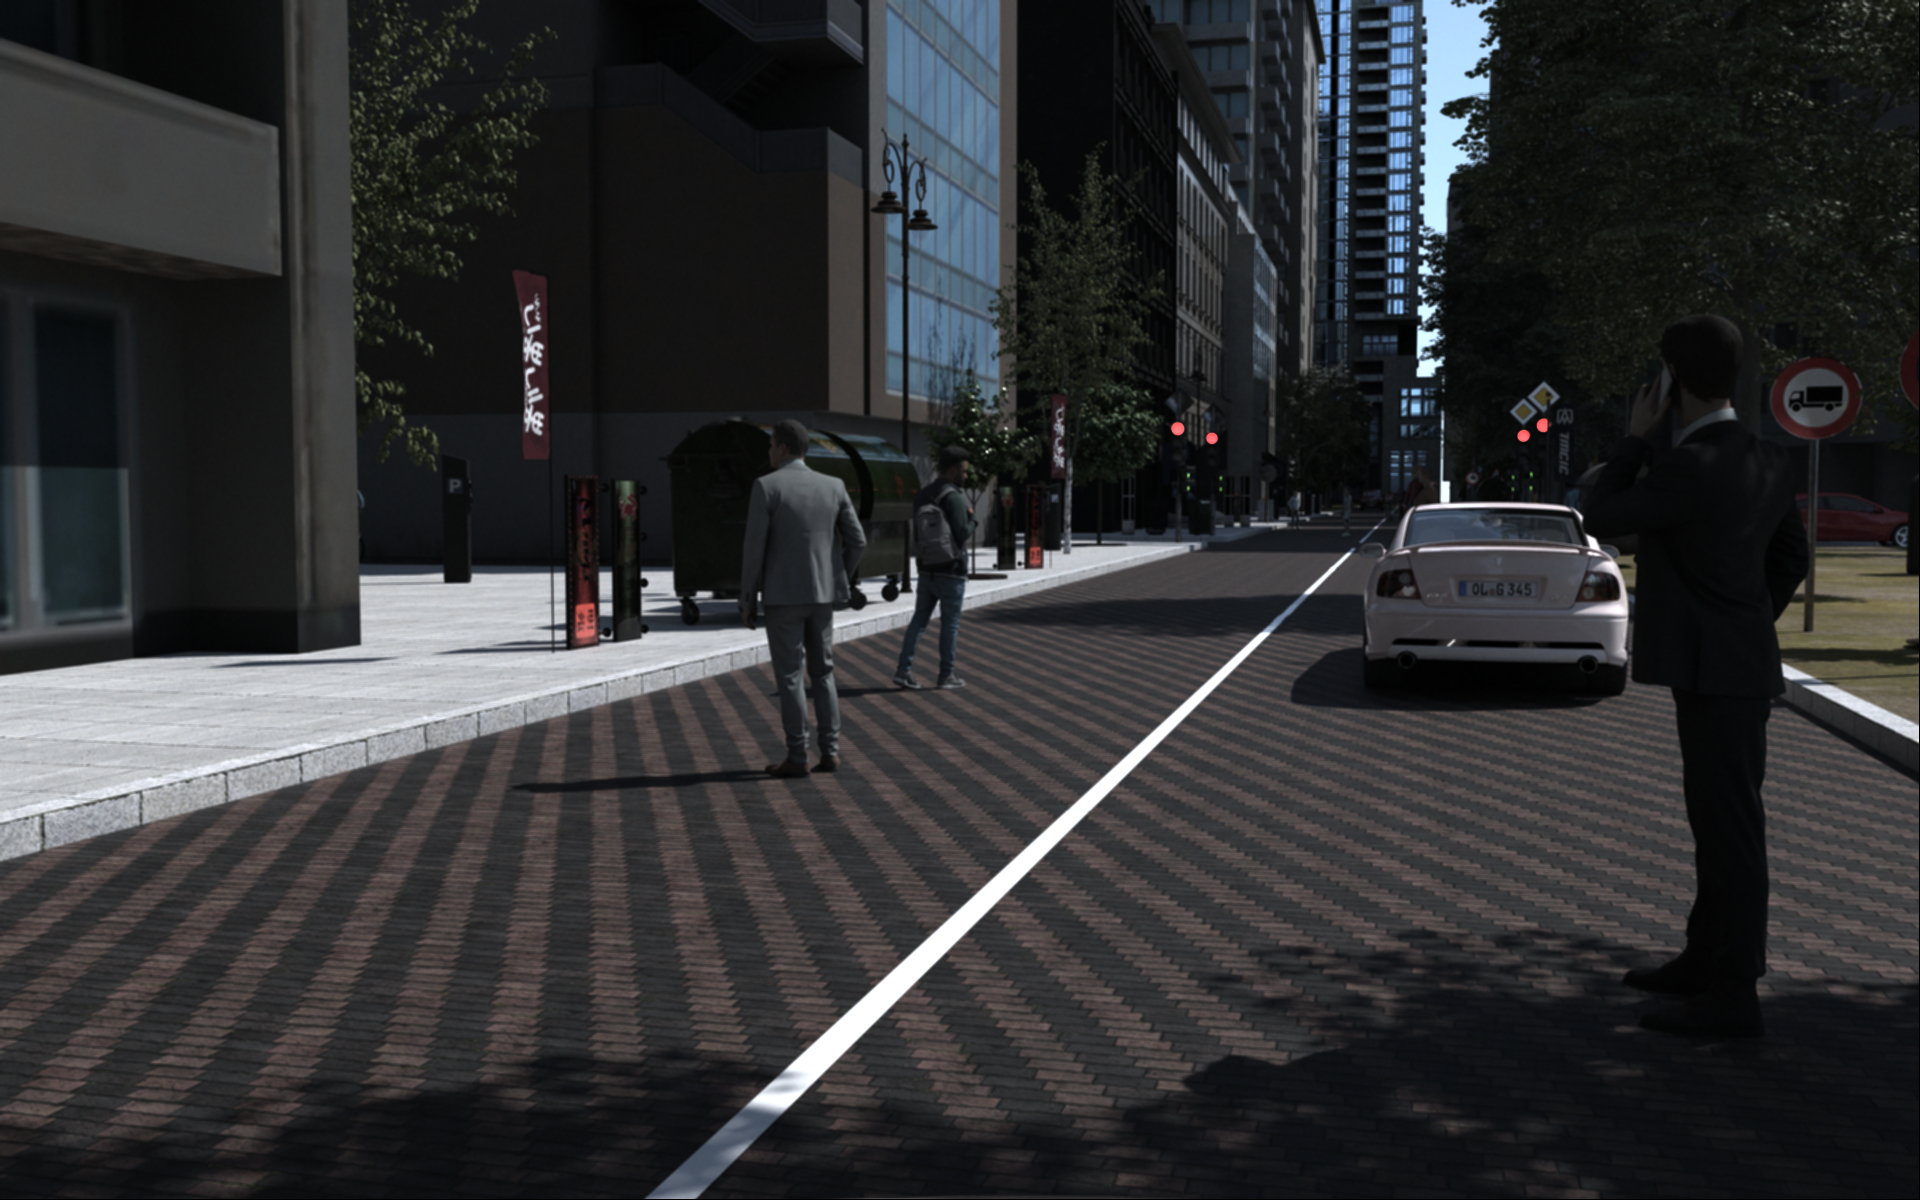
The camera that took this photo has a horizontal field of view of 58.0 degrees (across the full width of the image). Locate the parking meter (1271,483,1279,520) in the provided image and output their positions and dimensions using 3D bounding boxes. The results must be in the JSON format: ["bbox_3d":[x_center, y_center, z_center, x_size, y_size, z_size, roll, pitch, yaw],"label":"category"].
[{"bbox_3d":[15.722,-4.940,86.473,0.399,1.863,0.255,0,4,8],"label":"parking meter"}]

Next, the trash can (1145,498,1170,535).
[{"bbox_3d":[6.141,-2.610,54.320,0.748,1.137,0.748,0,3,0],"label":"trash can"}]

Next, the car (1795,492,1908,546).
[{"bbox_3d":[23.254,-2.232,45.526,4.494,1.783,2.155,1,4,16],"label":"car"}]

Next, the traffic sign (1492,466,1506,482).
[{"bbox_3d":[24.936,-4.927,80.567,0.884,2.594,0.081,1,4,16],"label":"traffic sign"}]

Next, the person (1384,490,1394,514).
[{"bbox_3d":[30.135,-6.895,121.828,0.593,1.750,0.643,-1,4,-13],"label":"person"}]

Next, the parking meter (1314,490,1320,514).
[{"bbox_3d":[23.245,-6.379,112.706,0.372,1.533,0.369,0,3,0],"label":"parking meter"}]

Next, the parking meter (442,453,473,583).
[{"bbox_3d":[-7.249,-1.180,25.010,0.399,1.863,0.255,0,4,-7],"label":"parking meter"}]

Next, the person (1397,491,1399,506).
[{"bbox_3d":[47.993,-11.016,189.280,0.621,1.740,0.551,-3,4,-37],"label":"person"}]

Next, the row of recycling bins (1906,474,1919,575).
[{"bbox_3d":[16.968,-1.269,27.866,3.534,1.692,1.069,-1,4,-12],"label":"row of recycling bins"}]

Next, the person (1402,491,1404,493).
[{"bbox_3d":[48.899,-11.152,190.923,0.705,1.812,1.348,0,4,-6],"label":"person"}]

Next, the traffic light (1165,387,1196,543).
[{"bbox_3d":[5.755,-3.453,45.381,0.839,4.253,0.868,1,4,15],"label":"traffic light"}]

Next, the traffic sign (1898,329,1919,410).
[{"bbox_3d":[7.056,-0.745,12.287,0.768,2.556,0.104,1,4,21],"label":"traffic sign"}]

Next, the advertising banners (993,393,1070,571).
[{"bbox_3d":[1.248,-2.044,29.613,0.090,3.025,2.074,3,5,40],"label":"advertising banners"}]

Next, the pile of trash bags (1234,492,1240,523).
[{"bbox_3d":[12.292,-4.220,78.744,1.912,1.369,3.447,1,4,17],"label":"pile of trash bags"}]

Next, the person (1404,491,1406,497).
[{"bbox_3d":[44.143,-9.941,171.713,1.217,1.739,0.721,1,4,19],"label":"person"}]

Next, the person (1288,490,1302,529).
[{"bbox_3d":[13.682,-3.698,70.777,0.589,1.601,0.330,-1,4,-23],"label":"person"}]

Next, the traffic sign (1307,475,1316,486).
[{"bbox_3d":[23.255,-7.048,115.236,0.884,2.594,0.081,1,4,23],"label":"traffic sign"}]

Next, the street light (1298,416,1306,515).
[{"bbox_3d":[20.287,-7.954,102.838,0.468,5.910,1.993,1,4,15],"label":"street light"}]

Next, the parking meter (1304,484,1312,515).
[{"bbox_3d":[21.050,-6.054,104.701,0.399,1.863,0.255,-1,4,-17],"label":"parking meter"}]

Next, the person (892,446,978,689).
[{"bbox_3d":[-0.137,-0.237,12.723,0.623,1.781,0.721,3,4,36],"label":"person"}]

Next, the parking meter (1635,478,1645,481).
[{"bbox_3d":[16.526,-2.224,42.072,0.255,1.863,0.399,1,4,17],"label":"parking meter"}]

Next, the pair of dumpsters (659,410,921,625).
[{"bbox_3d":[-1.736,-0.994,18.739,1.574,2.255,4.437,1,4,15],"label":"pair of dumpsters"}]

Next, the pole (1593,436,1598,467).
[{"bbox_3d":[22.467,-4.124,61.267,0.158,3.312,0.155,0,3,0],"label":"pole"}]

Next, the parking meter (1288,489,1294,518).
[{"bbox_3d":[17.960,-5.230,93.922,0.372,1.533,0.369,0,3,0],"label":"parking meter"}]

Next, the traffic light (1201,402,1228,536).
[{"bbox_3d":[7.769,-3.926,53.109,0.839,4.253,0.868,1,4,15],"label":"traffic light"}]

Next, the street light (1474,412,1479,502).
[{"bbox_3d":[29.278,-7.656,97.971,0.468,5.910,1.993,1,4,15],"label":"street light"}]

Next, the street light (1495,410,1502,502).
[{"bbox_3d":[22.628,-6.099,72.509,0.468,5.910,1.993,1,4,15],"label":"street light"}]

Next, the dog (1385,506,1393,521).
[{"bbox_3d":[22.639,-4.574,91.621,0.513,0.831,0.800,2,4,27],"label":"dog"}]

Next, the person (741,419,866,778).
[{"bbox_3d":[-0.813,-0.014,8.831,0.635,1.810,0.391,-3,5,-41],"label":"person"}]

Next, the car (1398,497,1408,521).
[{"bbox_3d":[24.968,-5.189,94.634,2.009,1.686,4.222,1,4,16],"label":"car"}]

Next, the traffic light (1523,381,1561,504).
[{"bbox_3d":[14.480,-3.316,43.132,0.839,4.253,0.868,1,4,15],"label":"traffic light"}]

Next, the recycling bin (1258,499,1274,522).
[{"bbox_3d":[14.325,-4.193,81.105,0.722,1.027,0.722,1,4,12],"label":"recycling bin"}]

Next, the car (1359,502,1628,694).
[{"bbox_3d":[4.265,-0.100,13.993,2.083,1.381,4.827,1,4,15],"label":"car"}]

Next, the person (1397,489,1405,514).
[{"bbox_3d":[32.132,-7.170,126.179,0.683,1.767,0.568,2,4,34],"label":"person"}]

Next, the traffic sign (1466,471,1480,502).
[{"bbox_3d":[27.917,-5.761,94.294,0.768,2.556,0.104,1,4,16],"label":"traffic sign"}]

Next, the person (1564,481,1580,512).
[{"bbox_3d":[16.369,-2.278,46.094,0.601,1.785,0.444,2,4,31],"label":"person"}]

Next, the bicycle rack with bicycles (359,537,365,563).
[{"bbox_3d":[-11.707,-1.004,29.804,2.925,0.926,2.852,-3,5,-40],"label":"bicycle rack with bicycles"}]

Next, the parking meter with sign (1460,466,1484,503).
[{"bbox_3d":[31.602,-6.774,107.016,1.738,3.016,0.543,-3,5,-40],"label":"parking meter with sign"}]

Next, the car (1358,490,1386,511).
[{"bbox_3d":[35.579,-8.617,149.552,2.281,1.827,5.304,1,4,14],"label":"car"}]

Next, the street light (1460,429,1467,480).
[{"bbox_3d":[35.806,-9.195,123.133,0.468,5.910,1.993,1,4,15],"label":"street light"}]

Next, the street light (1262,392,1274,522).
[{"bbox_3d":[13.873,-6.451,78.268,0.468,5.910,1.993,1,4,15],"label":"street light"}]

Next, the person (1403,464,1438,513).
[{"bbox_3d":[6.109,-0.882,22.897,0.573,1.828,0.580,-2,4,-26],"label":"person"}]

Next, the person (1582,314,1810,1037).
[{"bbox_3d":[1.971,0.195,4.681,0.474,1.900,0.648,3,4,38],"label":"person"}]

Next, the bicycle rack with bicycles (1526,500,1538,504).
[{"bbox_3d":[33.031,-5.235,98.973,2.925,0.926,2.852,-1,4,-21],"label":"bicycle rack with bicycles"}]

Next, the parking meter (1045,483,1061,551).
[{"bbox_3d":[2.111,-1.894,39.375,0.372,1.533,0.369,0,3,0],"label":"parking meter"}]

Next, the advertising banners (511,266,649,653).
[{"bbox_3d":[-3.130,-1.113,14.378,0.090,3.025,2.074,1,4,18],"label":"advertising banners"}]

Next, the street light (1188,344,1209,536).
[{"bbox_3d":[7.349,-4.935,53.472,0.468,5.910,1.993,1,4,15],"label":"street light"}]

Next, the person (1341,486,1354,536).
[{"bbox_3d":[13.262,-3.049,59.361,0.522,1.701,0.512,0,4,-7],"label":"person"}]

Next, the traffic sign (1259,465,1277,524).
[{"bbox_3d":[13.340,-4.584,75.048,0.768,2.556,0.104,1,4,17],"label":"traffic sign"}]

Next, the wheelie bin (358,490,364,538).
[{"bbox_3d":[-8.377,-0.929,23.089,0.693,1.594,0.980,2,4,33],"label":"wheelie bin"}]

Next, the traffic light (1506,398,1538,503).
[{"bbox_3d":[16.494,-3.788,50.860,0.839,4.253,0.868,1,4,15],"label":"traffic light"}]

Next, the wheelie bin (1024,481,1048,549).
[{"bbox_3d":[1.887,-1.996,40.543,0.693,1.594,0.980,1,4,14],"label":"wheelie bin"}]

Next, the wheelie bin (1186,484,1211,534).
[{"bbox_3d":[7.645,-2.903,55.371,0.980,1.594,0.693,-2,4,-31],"label":"wheelie bin"}]

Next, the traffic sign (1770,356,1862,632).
[{"bbox_3d":[7.918,-0.977,16.084,0.768,2.556,0.104,1,4,21],"label":"traffic sign"}]
